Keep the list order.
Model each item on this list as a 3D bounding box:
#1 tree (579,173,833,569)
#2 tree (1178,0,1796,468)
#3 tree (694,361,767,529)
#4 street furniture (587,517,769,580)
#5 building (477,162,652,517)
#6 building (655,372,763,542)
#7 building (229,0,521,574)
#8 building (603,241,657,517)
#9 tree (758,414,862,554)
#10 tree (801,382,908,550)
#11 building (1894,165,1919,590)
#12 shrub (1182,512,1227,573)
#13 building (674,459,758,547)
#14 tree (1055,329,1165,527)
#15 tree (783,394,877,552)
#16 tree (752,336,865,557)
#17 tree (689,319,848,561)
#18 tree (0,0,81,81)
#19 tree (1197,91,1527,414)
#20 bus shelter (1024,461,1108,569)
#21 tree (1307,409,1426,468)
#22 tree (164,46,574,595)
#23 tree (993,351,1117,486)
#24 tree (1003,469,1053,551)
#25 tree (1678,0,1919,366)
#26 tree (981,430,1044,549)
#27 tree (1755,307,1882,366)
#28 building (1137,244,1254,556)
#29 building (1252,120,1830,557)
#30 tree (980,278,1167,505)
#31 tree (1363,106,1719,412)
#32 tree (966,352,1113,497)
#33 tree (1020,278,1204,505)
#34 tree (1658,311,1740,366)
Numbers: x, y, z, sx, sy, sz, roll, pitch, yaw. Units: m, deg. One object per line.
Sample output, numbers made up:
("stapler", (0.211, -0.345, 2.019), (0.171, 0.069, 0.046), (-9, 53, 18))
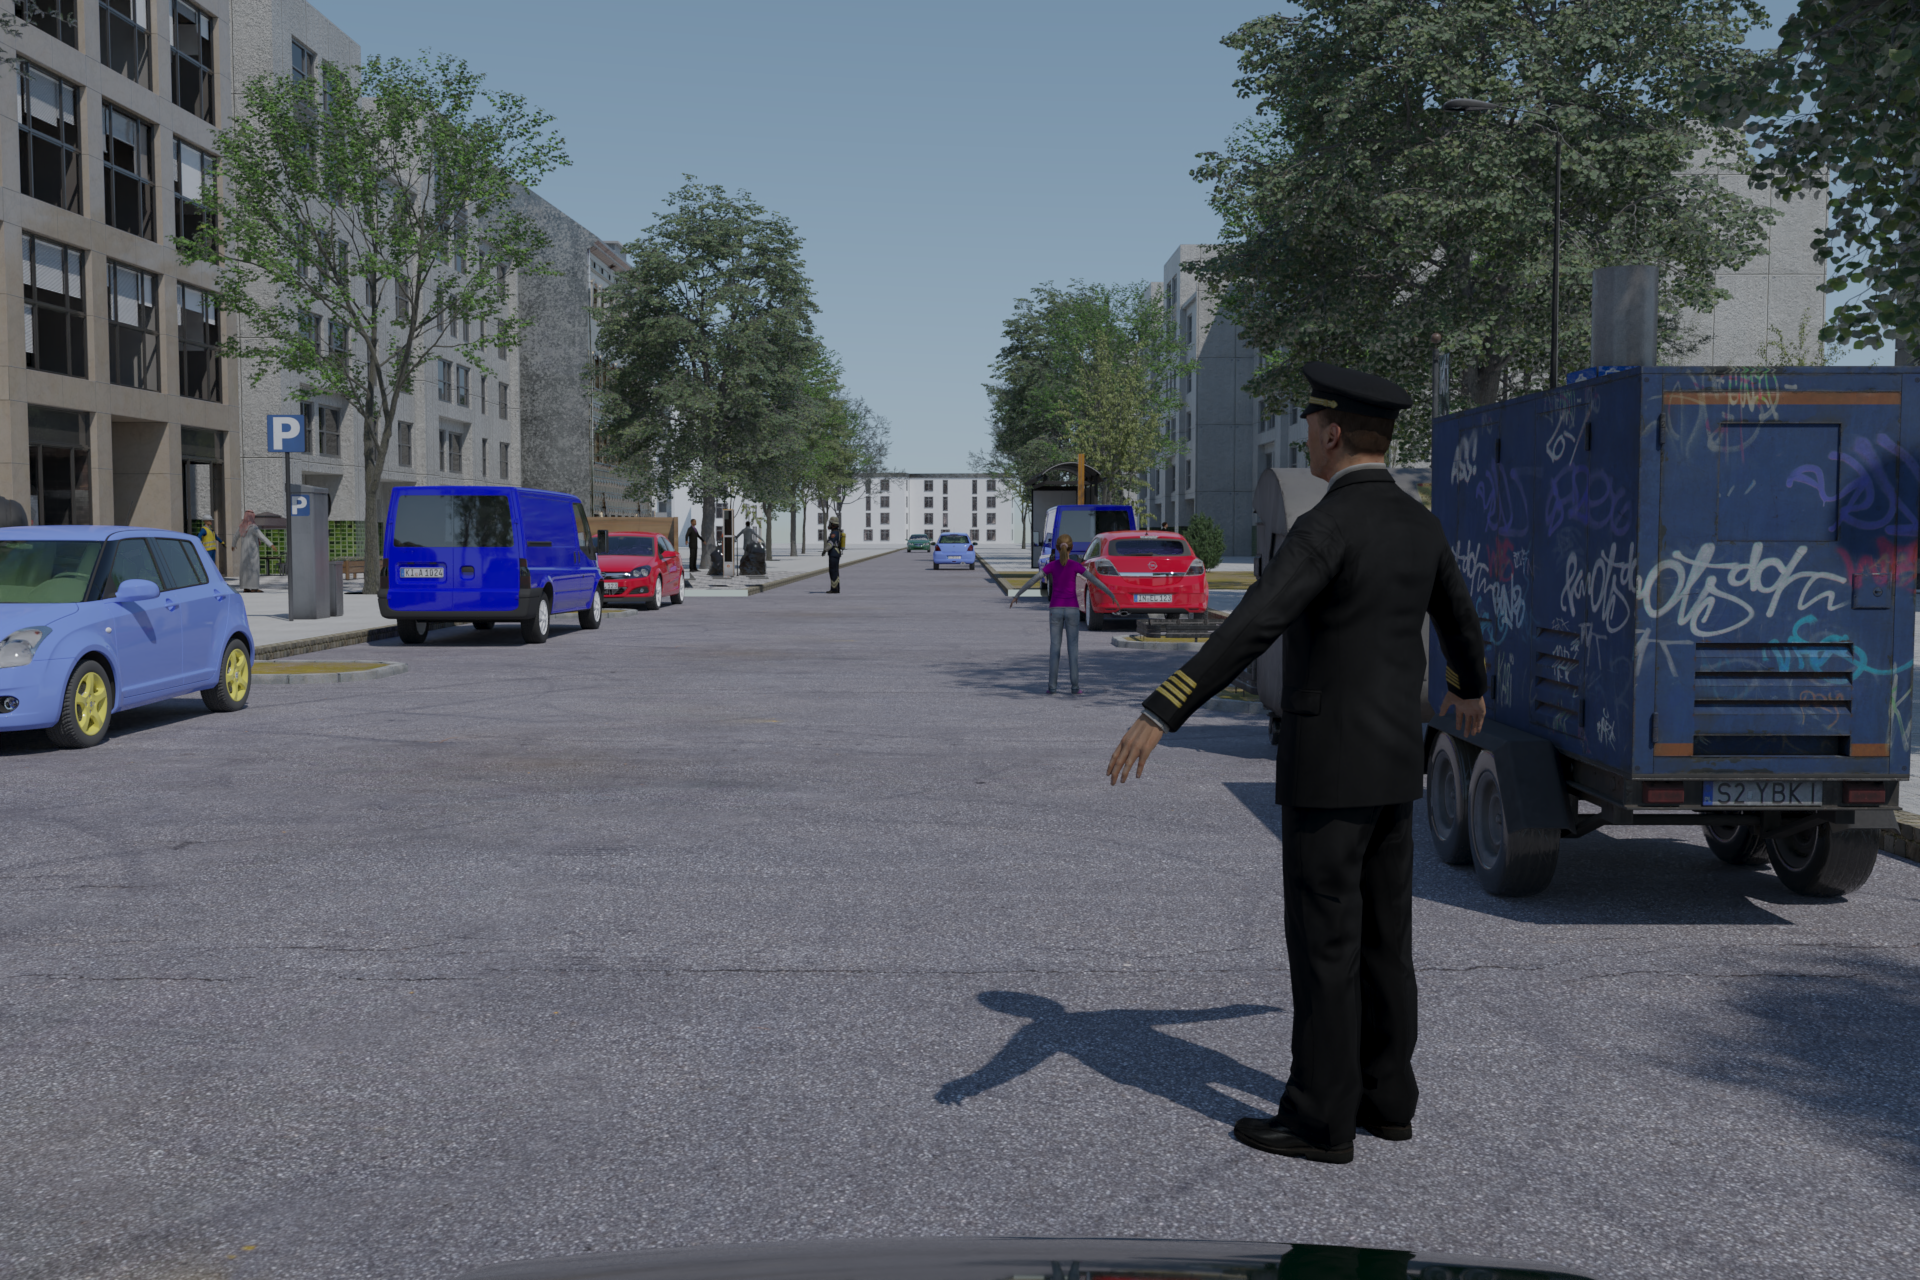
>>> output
("tree", (-9.142, -9.568, 63.085), (9.857, 13.997, 8.962), (0, 3, 0))
("tree", (8.364, -7.434, 28.199), (9.857, 13.997, 8.962), (0, 3, 0))
("tree", (-9.708, -7.538, 73.611), (4.737, 8.622, 4.395), (0, 3, 0))
("street furniture", (-10.717, -2.317, 44.743), (11.010, 1.723, 9.812), (-1, 4, -10))
("building", (-28.256, -16.300, 97.432), (19.493, 23.208, 18.063), (0, 4, -1))
("building", (-29.624, -21.245, 203.781), (16.016, 20.090, 11.380), (0, 4, -1))
("building", (-30.134, -12.476, 70.433), (16.747, 18.905, 31.486), (0, 4, -1))
("building", (-27.059, -15.696, 113.043), (16.016, 20.090, 11.380), (0, 3, 0))
("tree", (-9.797, -10.837, 111.597), (7.601, 10.594, 8.767), (-2, 4, -26))
("tree", (-9.834, -14.077, 140.531), (12.009, 13.543, 11.850), (0, 3, 0))
("building", (25.129, -11.044, 28.793), (9.793, 21.092, 18.267), (0, 4, 0))
("shrub", (8.013, -3.284, 57.739), (1.661, 2.075, 1.752), (0, 3, 0))
("building", (-25.644, -14.682, 182.204), (9.099, 9.664, 28.070), (0, 4, -1))
("tree", (5.510, -6.808, 61.665), (4.737, 8.622, 4.395), (0, 3, 0))
("tree", (-9.696, -12.150, 124.410), (9.928, 11.665, 9.643), (0, 3, 0))
("tree", (-9.277, -11.014, 98.198), (7.486, 12.596, 7.792), (0, 3, 0))
("tree", (-9.173, -9.574, 82.295), (9.928, 11.665, 9.643), (0, 3, 0))
("tree", (-12.206, -6.200, 11.735), (12.009, 13.543, 11.850), (0, 3, 0))
("tree", (8.988, -6.940, 39.220), (9.928, 11.665, 9.643), (0, 3, 0))
("bus shelter", (3.046, -3.496, 51.086), (2.014, 3.302, 5.546), (0, 4, -1))
("tree", (14.080, -6.556, 57.561), (4.360, 8.622, 3.978), (0, 3, 0))
("tree", (-12.358, -6.780, 36.605), (9.928, 11.665, 9.643), (0, 3, 0))
("tree", (5.481, -10.474, 97.013), (9.928, 11.665, 9.643), (0, 3, 0))
("tree", (5.294, -10.906, 128.669), (4.737, 8.622, 4.395), (0, 3, 0))
("tree", (8.352, -6.302, 9.696), (9.857, 13.997, 8.962), (0, 3, 0))
("tree", (5.440, -13.489, 146.299), (9.928, 11.665, 9.643), (0, 3, 0))
("tree", (27.982, -6.538, 57.260), (4.737, 8.622, 4.395), (0, 3, 0))
("building", (21.763, -15.167, 114.446), (16.747, 18.905, 31.486), (0, 4, 0))
("building", (25.080, -13.228, 82.728), (16.747, 18.905, 31.486), (0, 4, 0))
("tree", (5.908, -10.980, 86.174), (9.857, 13.997, 8.962), (0, 3, 0))
("tree", (15.825, -8.463, 48.741), (12.009, 13.543, 11.850), (0, 3, 0))
("tree", (6.002, -12.196, 109.770), (12.009, 13.543, 11.850), (0, 3, 0))
("tree", (6.058, -8.875, 70.867), (9.928, 11.665, 9.643), (0, 3, 0))
("tree", (22.561, -6.499, 56.625), (4.360, 8.622, 3.978), (0, 3, 0))
